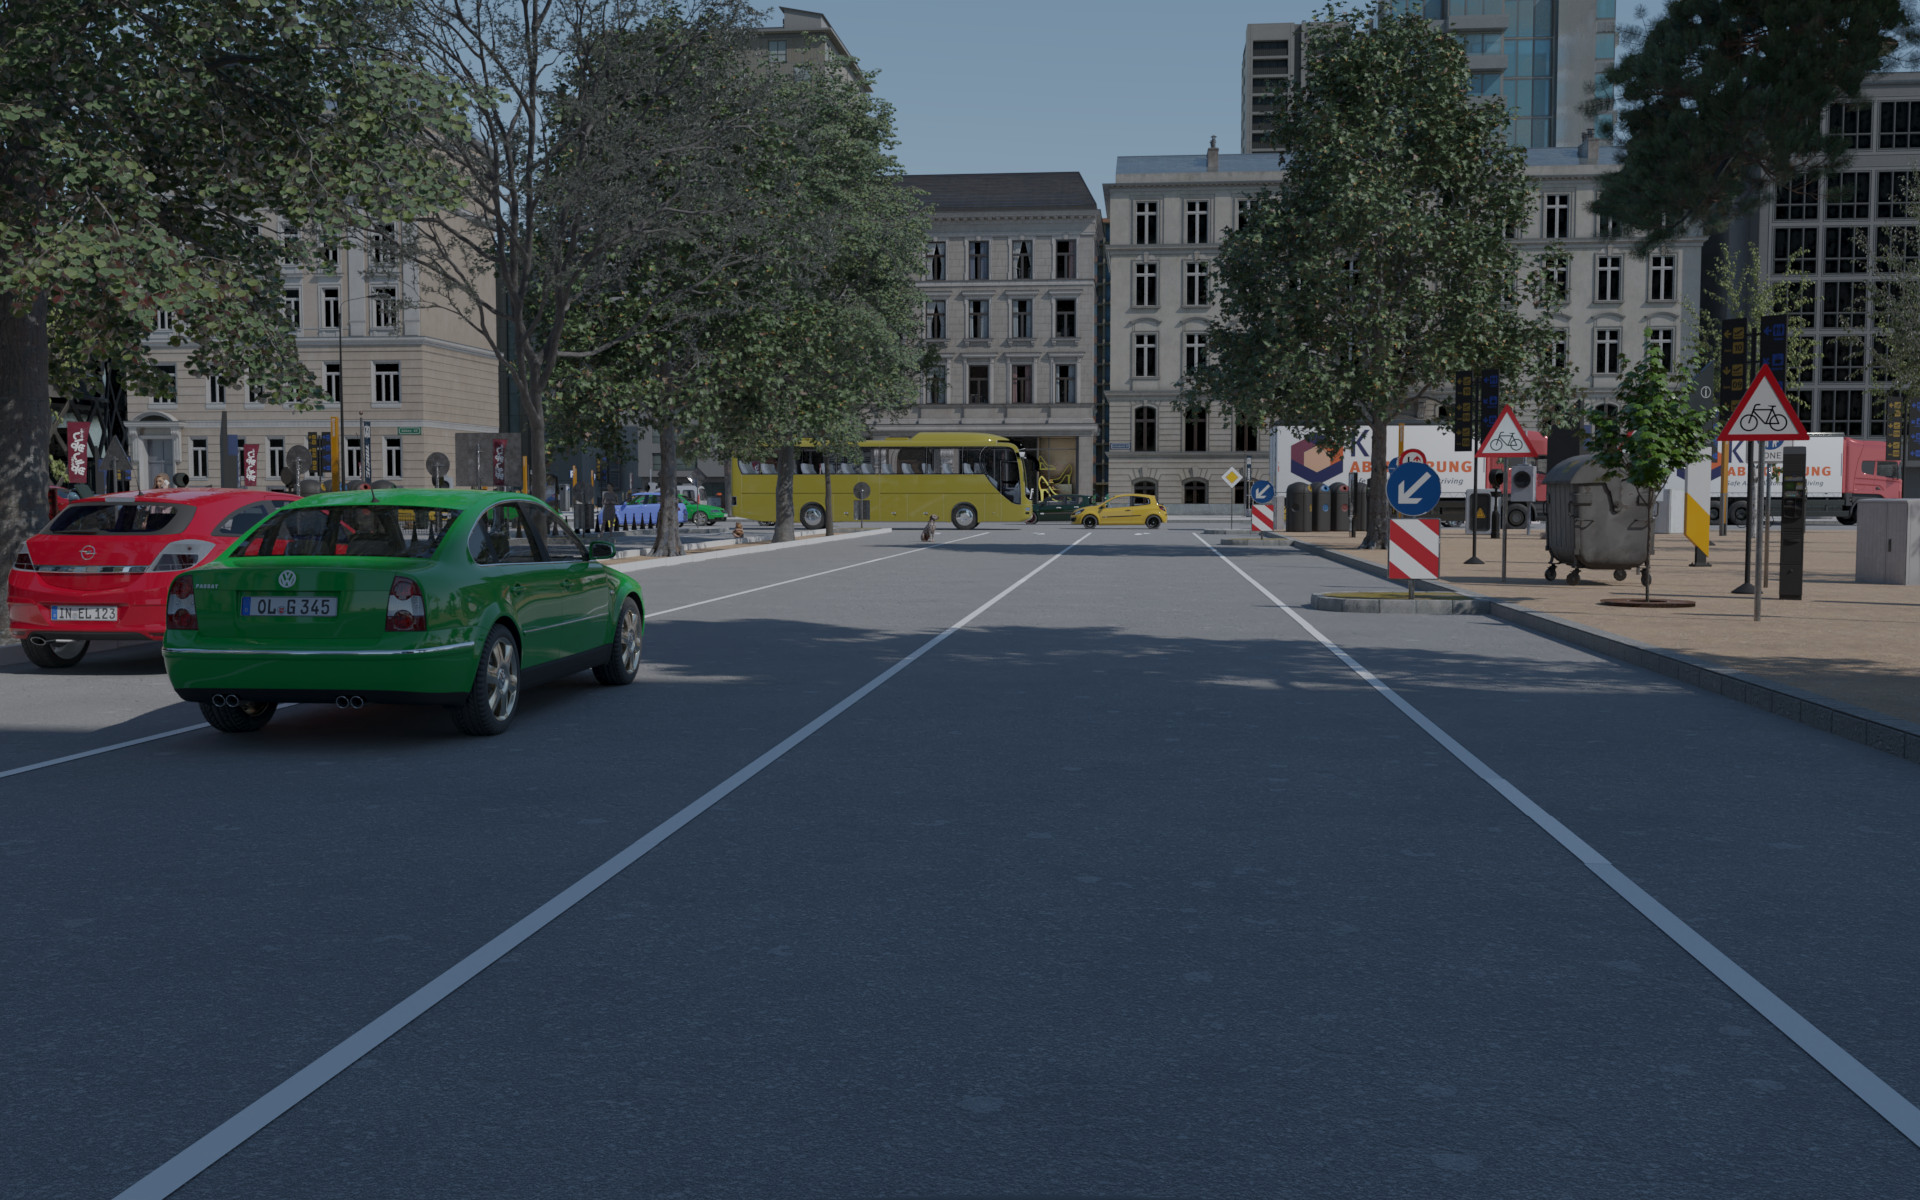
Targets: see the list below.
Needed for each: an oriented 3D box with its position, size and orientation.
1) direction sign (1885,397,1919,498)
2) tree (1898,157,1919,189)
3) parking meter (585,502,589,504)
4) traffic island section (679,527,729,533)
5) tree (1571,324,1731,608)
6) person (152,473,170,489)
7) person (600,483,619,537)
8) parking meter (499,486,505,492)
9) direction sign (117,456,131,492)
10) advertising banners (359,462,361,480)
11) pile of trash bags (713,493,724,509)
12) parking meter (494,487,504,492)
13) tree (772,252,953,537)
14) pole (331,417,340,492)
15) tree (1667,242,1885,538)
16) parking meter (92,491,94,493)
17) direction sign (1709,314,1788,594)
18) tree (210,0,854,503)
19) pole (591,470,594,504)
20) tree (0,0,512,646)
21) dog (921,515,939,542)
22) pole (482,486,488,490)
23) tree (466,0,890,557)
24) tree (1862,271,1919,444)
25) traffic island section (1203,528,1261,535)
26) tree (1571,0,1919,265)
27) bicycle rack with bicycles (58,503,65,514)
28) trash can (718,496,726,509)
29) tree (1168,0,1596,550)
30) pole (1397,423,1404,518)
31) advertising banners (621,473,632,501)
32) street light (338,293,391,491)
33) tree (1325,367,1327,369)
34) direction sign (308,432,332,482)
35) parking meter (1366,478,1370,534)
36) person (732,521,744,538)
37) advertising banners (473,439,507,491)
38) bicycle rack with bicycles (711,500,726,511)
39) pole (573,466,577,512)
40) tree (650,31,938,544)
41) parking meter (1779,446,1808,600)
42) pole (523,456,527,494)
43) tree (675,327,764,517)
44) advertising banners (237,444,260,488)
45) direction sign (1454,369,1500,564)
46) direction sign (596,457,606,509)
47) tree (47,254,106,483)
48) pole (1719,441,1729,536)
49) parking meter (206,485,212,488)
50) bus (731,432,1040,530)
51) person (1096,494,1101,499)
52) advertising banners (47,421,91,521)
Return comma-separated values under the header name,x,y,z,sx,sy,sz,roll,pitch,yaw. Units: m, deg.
name,x,y,z,sx,sy,sz,roll,pitch,yaw
direction sign,22.052,-2.965,40.468,0.876,3.537,0.379,0,4,-2
tree,21.133,-5.296,36.951,4.360,8.622,3.978,0,3,0
parking meter,-27.899,-7.397,129.353,0.372,1.533,0.369,0,3,0
traffic island section,-9.829,-2.601,64.804,2.009,0.180,2.903,0,4,6
tree,7.834,-1.553,19.988,1.663,3.219,1.824,0,3,0
person,-12.216,-1.070,26.584,0.593,1.750,0.643,2,4,27
person,-10.730,-2.694,52.880,0.599,1.781,0.374,-1,4,-9
parking meter,-30.979,-6.814,117.119,0.399,1.863,0.255,1,4,13
direction sign,-49.092,-6.704,101.613,0.876,3.537,0.379,-2,4,-30
advertising banners,-33.129,-6.131,96.430,0.090,3.025,2.074,0,4,-2
pile of trash bags,-20.997,-8.938,155.884,1.912,1.369,3.447,1,4,19
parking meter,-15.852,-3.124,59.492,0.372,1.533,0.369,0,3,0
tree,-4.293,-7.404,57.923,8.767,10.594,7.601,0,4,6
pole,-16.483,-3.174,45.741,0.158,3.312,0.155,0,3,0
tree,22.759,-6.080,49.767,4.737,8.622,4.395,0,3,0
parking meter,-53.895,-6.058,107.465,0.372,1.533,0.369,0,3,0
direction sign,10.144,-1.848,22.215,0.379,3.537,0.876,-2,4,-35
tree,-7.018,-7.071,28.438,12.009,13.543,11.850,0,3,0
pole,-31.591,-9.479,148.828,0.158,3.312,0.155,0,3,0
tree,-8.792,-6.533,15.923,9.857,13.997,8.962,0,3,0
dog,-0.942,-2.158,52.121,0.513,0.831,0.800,-1,4,-10
pole,-38.037,-8.855,138.618,0.158,3.312,0.155,0,3,0
tree,-6.659,-7.334,39.376,9.611,12.733,9.660,0,3,0
tree,31.632,-6.438,55.631,4.737,8.622,4.395,0,3,0
traffic island section,9.849,-2.472,62.695,2.009,0.180,2.903,0,4,6
tree,6.619,-5.371,9.864,6.751,12.117,7.091,0,3,0
bicycle rack with bicycles,-55.584,-5.903,109.895,2.925,0.926,2.852,0,4,7
trash can,-17.440,-7.077,127.367,0.748,1.137,0.748,0,3,0
tree,9.632,-7.520,39.954,9.611,12.733,9.660,0,3,0
pole,12.738,-3.439,50.066,0.158,3.312,0.155,0,3,0
advertising banners,-27.408,-8.955,142.606,0.090,3.025,2.074,-3,4,-36
street light,-13.843,-4.141,40.241,1.470,5.913,1.316,0,4,6
tree,18.989,-8.680,92.276,4.737,8.622,4.395,0,3,0
direction sign,-23.284,-4.345,63.044,0.876,3.537,0.379,1,4,9
parking meter,13.321,-3.068,55.865,0.399,1.863,0.255,-2,4,-29
person,-7.201,-2.278,56.225,0.381,0.543,0.357,0,4,-8
advertising banners,-15.127,-3.561,54.415,2.074,3.025,0.090,-3,5,-44
bicycle rack with bicycles,-12.862,-5.342,100.726,2.925,0.926,2.852,2,4,33
pole,-27.624,-7.964,124.058,0.158,3.312,0.155,0,3,0
tree,-5.024,-8.558,49.035,9.857,13.997,8.962,0,3,0
parking meter,10.098,-0.935,21.005,0.255,1.863,0.399,2,4,25
pole,-23.392,-6.075,93.172,0.158,3.312,0.155,0,3,0
tree,-12.752,-10.566,94.810,6.751,12.117,7.091,0,3,0
advertising banners,-25.362,-3.906,60.058,2.074,3.025,0.090,-2,4,-27
direction sign,9.432,-2.426,31.669,0.379,3.537,0.876,-3,5,-43
direction sign,-21.146,-6.735,102.111,0.379,3.537,0.876,2,4,28
tree,-19.673,-5.231,35.886,4.737,8.622,4.395,0,3,0
pole,23.315,-3.608,52.831,0.158,3.312,0.155,0,3,0
parking meter,-45.227,-6.030,104.304,0.399,1.863,0.255,-2,4,-25
bus,-2.956,-4.789,69.854,12.252,3.916,2.896,0,4,4
person,13.999,-10.497,180.103,1.348,1.826,0.705,1,4,21
advertising banners,-21.824,-2.758,41.277,2.074,3.025,0.090,-2,4,-30
